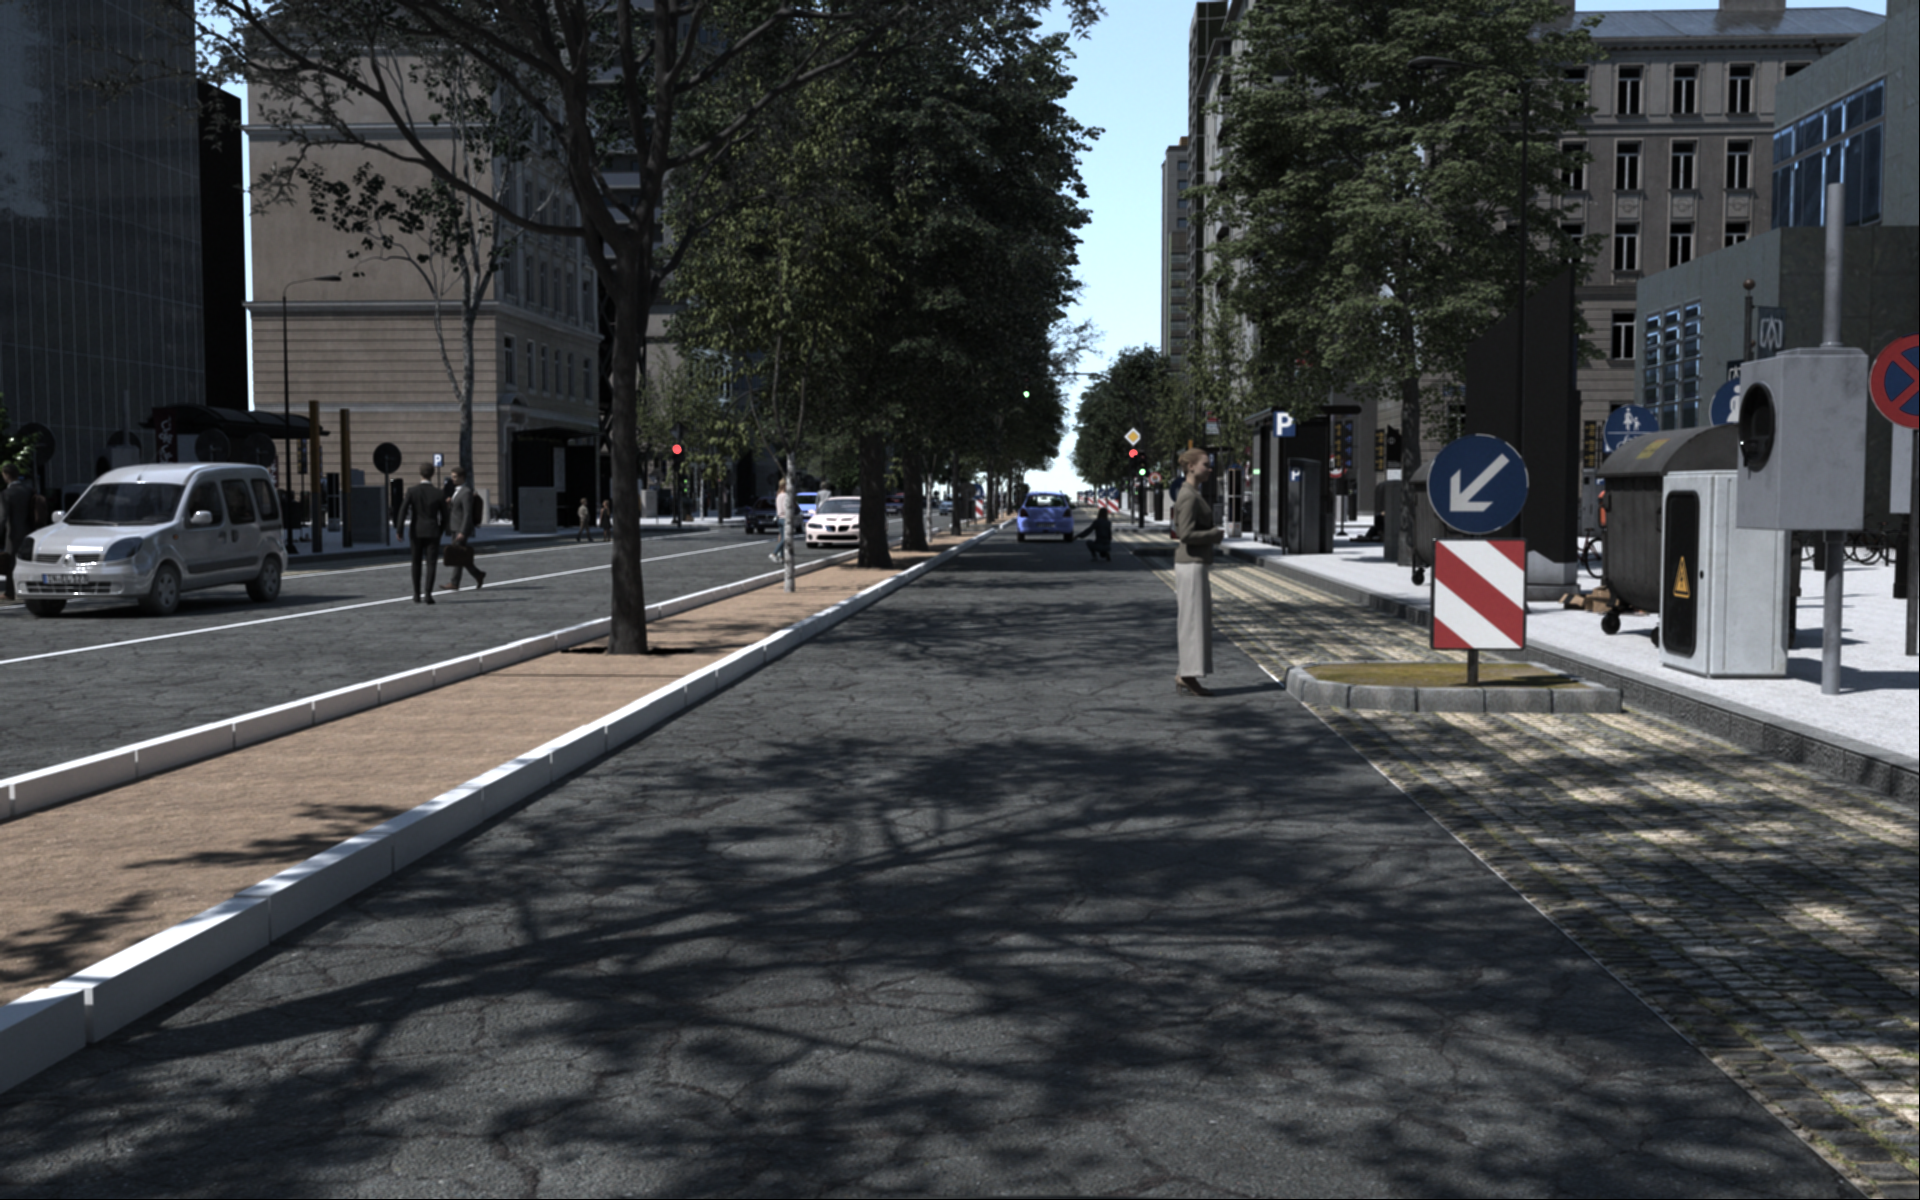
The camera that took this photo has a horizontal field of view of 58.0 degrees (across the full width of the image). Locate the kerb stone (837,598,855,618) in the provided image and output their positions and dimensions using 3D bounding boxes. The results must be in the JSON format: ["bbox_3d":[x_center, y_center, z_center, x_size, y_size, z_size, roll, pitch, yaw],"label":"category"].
[{"bbox_3d":[-1.382,0.113,20.351,0.120,0.150,1.000,0,4,3],"label":"kerb stone"}]

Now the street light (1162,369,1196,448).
[{"bbox_3d":[8.199,-5.620,64.435,1.470,5.913,1.316,0,4,3],"label":"street light"}]

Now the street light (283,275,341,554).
[{"bbox_3d":[-13.814,-3.937,36.904,1.470,5.913,1.316,0,4,3],"label":"street light"}]

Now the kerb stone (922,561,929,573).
[{"bbox_3d":[-0.708,-0.576,31.613,0.120,0.150,1.000,0,4,3],"label":"kerb stone"}]

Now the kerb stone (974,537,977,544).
[{"bbox_3d":[0.316,-1.640,49.007,0.120,0.150,1.000,0,4,3],"label":"kerb stone"}]

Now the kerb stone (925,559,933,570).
[{"bbox_3d":[-0.650,-0.639,32.638,0.120,0.150,1.000,0,4,3],"label":"kerb stone"}]

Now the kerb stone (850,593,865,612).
[{"bbox_3d":[-1.318,0.051,21.384,0.120,0.150,1.000,0,4,3],"label":"kerb stone"}]

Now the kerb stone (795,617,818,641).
[{"bbox_3d":[-1.570,0.302,17.279,0.120,0.150,1.000,0,4,3],"label":"kerb stone"}]

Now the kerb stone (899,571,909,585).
[{"bbox_3d":[-0.961,-0.325,27.521,0.120,0.150,1.000,0,4,3],"label":"kerb stone"}]

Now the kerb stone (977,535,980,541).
[{"bbox_3d":[0.444,-1.759,51.057,0.120,0.150,1.000,0,4,3],"label":"kerb stone"}]

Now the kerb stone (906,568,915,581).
[{"bbox_3d":[-0.892,-0.389,28.550,0.120,0.150,1.000,0,4,3],"label":"kerb stone"}]

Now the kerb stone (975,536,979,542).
[{"bbox_3d":[0.388,-1.703,50.036,0.120,0.150,1.000,0,4,3],"label":"kerb stone"}]

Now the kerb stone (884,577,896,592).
[{"bbox_3d":[-1.081,-0.201,25.477,0.120,0.150,1.000,0,4,3],"label":"kerb stone"}]

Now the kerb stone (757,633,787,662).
[{"bbox_3d":[-1.681,0.428,15.236,0.120,0.150,1.000,0,4,3],"label":"kerb stone"}]

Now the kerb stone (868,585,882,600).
[{"bbox_3d":[-1.205,-0.073,23.431,0.120,0.150,1.000,0,4,3],"label":"kerb stone"}]

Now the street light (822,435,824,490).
[{"bbox_3d":[-8.925,-8.994,119.592,1.470,5.913,1.316,0,4,3],"label":"street light"}]

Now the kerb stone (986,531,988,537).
[{"bbox_3d":[0.746,-2.076,56.162,0.120,0.150,1.000,0,4,3],"label":"kerb stone"}]

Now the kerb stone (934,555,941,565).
[{"bbox_3d":[-0.526,-0.764,34.686,0.120,0.150,1.000,0,4,3],"label":"kerb stone"}]

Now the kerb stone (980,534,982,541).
[{"bbox_3d":[0.505,-1.828,52.077,0.120,0.150,1.000,0,4,3],"label":"kerb stone"}]

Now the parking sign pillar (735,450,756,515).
[{"bbox_3d":[-13.139,-7.220,106.512,1.447,3.967,1.447,3,5,41],"label":"parking sign pillar"}]

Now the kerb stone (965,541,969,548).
[{"bbox_3d":[0.076,-1.390,44.916,0.120,0.150,1.000,0,4,3],"label":"kerb stone"}]

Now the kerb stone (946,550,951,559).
[{"bbox_3d":[-0.339,-0.952,37.762,0.120,0.150,1.000,0,4,3],"label":"kerb stone"}]

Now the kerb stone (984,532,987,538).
[{"bbox_3d":[0.692,-2.015,55.141,0.120,0.150,1.000,0,4,3],"label":"kerb stone"}]

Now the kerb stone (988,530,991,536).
[{"bbox_3d":[0.864,-2.202,58.207,0.120,0.150,1.000,0,4,3],"label":"kerb stone"}]

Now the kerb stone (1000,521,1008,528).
[{"bbox_3d":[1.941,-3.304,76.219,0.120,0.150,1.000,0,4,3],"label":"kerb stone"}]

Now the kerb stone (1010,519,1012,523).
[{"bbox_3d":[2.242,-3.614,81.326,0.120,0.150,1.000,0,4,3],"label":"kerb stone"}]

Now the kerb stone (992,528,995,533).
[{"bbox_3d":[1.054,-2.391,61.285,0.120,0.150,1.000,0,4,3],"label":"kerb stone"}]

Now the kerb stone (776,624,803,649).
[{"bbox_3d":[-1.633,0.363,16.257,0.120,0.150,1.000,0,4,3],"label":"kerb stone"}]

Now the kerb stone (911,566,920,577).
[{"bbox_3d":[-0.835,-0.446,29.571,0.120,0.150,1.000,0,4,3],"label":"kerb stone"}]

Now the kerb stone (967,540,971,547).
[{"bbox_3d":[0.141,-1.448,45.938,0.120,0.150,1.000,0,4,3],"label":"kerb stone"}]

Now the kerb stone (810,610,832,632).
[{"bbox_3d":[-1.505,0.238,18.300,0.120,0.150,1.000,0,4,3],"label":"kerb stone"}]

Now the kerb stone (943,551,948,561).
[{"bbox_3d":[-0.405,-0.890,36.742,0.120,0.150,1.000,0,4,3],"label":"kerb stone"}]

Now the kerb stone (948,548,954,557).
[{"bbox_3d":[-0.289,-1.011,38.788,0.120,0.150,1.000,0,4,3],"label":"kerb stone"}]

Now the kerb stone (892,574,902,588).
[{"bbox_3d":[-1.027,-0.262,26.501,0.120,0.150,1.000,0,4,3],"label":"kerb stone"}]

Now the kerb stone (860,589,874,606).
[{"bbox_3d":[-1.261,-0.010,22.410,0.120,0.150,1.000,0,4,3],"label":"kerb stone"}]

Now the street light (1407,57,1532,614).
[{"bbox_3d":[5.455,-2.814,18.546,1.470,5.913,1.316,0,4,3],"label":"street light"}]

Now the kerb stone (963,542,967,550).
[{"bbox_3d":[0.019,-1.327,43.896,0.120,0.150,1.000,0,4,3],"label":"kerb stone"}]

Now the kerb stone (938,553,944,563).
[{"bbox_3d":[-0.473,-0.827,35.712,0.120,0.150,1.000,0,4,3],"label":"kerb stone"}]

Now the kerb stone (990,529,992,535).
[{"bbox_3d":[0.926,-2.261,59.234,0.120,0.150,1.000,0,4,3],"label":"kerb stone"}]

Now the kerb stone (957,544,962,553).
[{"bbox_3d":[-0.102,-1.202,41.855,0.120,0.150,1.000,0,4,3],"label":"kerb stone"}]

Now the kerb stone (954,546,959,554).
[{"bbox_3d":[-0.164,-1.134,40.834,0.120,0.150,1.000,0,4,3],"label":"kerb stone"}]

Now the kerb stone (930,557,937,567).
[{"bbox_3d":[-0.596,-0.701,33.658,0.120,0.150,1.000,0,4,3],"label":"kerb stone"}]

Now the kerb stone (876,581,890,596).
[{"bbox_3d":[-1.136,-0.137,24.456,0.120,0.150,1.000,0,4,3],"label":"kerb stone"}]

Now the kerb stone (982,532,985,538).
[{"bbox_3d":[0.622,-1.953,54.121,0.120,0.150,1.000,0,4,3],"label":"kerb stone"}]

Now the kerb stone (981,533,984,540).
[{"bbox_3d":[0.573,-1.890,53.097,0.120,0.150,1.000,0,4,3],"label":"kerb stone"}]

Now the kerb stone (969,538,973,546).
[{"bbox_3d":[0.206,-1.515,46.965,0.120,0.150,1.000,0,4,3],"label":"kerb stone"}]

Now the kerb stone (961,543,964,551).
[{"bbox_3d":[-0.045,-1.265,42.875,0.120,0.150,1.000,0,4,3],"label":"kerb stone"}]

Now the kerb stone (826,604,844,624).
[{"bbox_3d":[-1.444,0.183,19.320,0.120,0.150,1.000,0,4,3],"label":"kerb stone"}]

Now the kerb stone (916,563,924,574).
[{"bbox_3d":[-0.780,-0.514,30.591,0.120,0.150,1.000,0,4,3],"label":"kerb stone"}]

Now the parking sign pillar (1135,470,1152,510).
[{"bbox_3d":[14.749,-9.190,138.726,1.447,3.967,1.447,-3,4,-37],"label":"parking sign pillar"}]

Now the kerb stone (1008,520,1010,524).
[{"bbox_3d":[2.065,-3.423,78.262,0.120,0.150,1.000,0,4,3],"label":"kerb stone"}]

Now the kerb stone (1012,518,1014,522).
[{"bbox_3d":[2.428,-3.804,84.395,0.120,0.150,1.000,0,4,3],"label":"kerb stone"}]

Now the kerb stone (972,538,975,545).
[{"bbox_3d":[0.263,-1.571,47.986,0.120,0.150,1.000,0,4,3],"label":"kerb stone"}]

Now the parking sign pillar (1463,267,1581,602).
[{"bbox_3d":[6.883,-2.004,21.230,1.447,3.967,1.447,3,5,41],"label":"parking sign pillar"}]

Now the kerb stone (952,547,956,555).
[{"bbox_3d":[-0.231,-1.077,39.810,0.120,0.150,1.000,0,4,3],"label":"kerb stone"}]
